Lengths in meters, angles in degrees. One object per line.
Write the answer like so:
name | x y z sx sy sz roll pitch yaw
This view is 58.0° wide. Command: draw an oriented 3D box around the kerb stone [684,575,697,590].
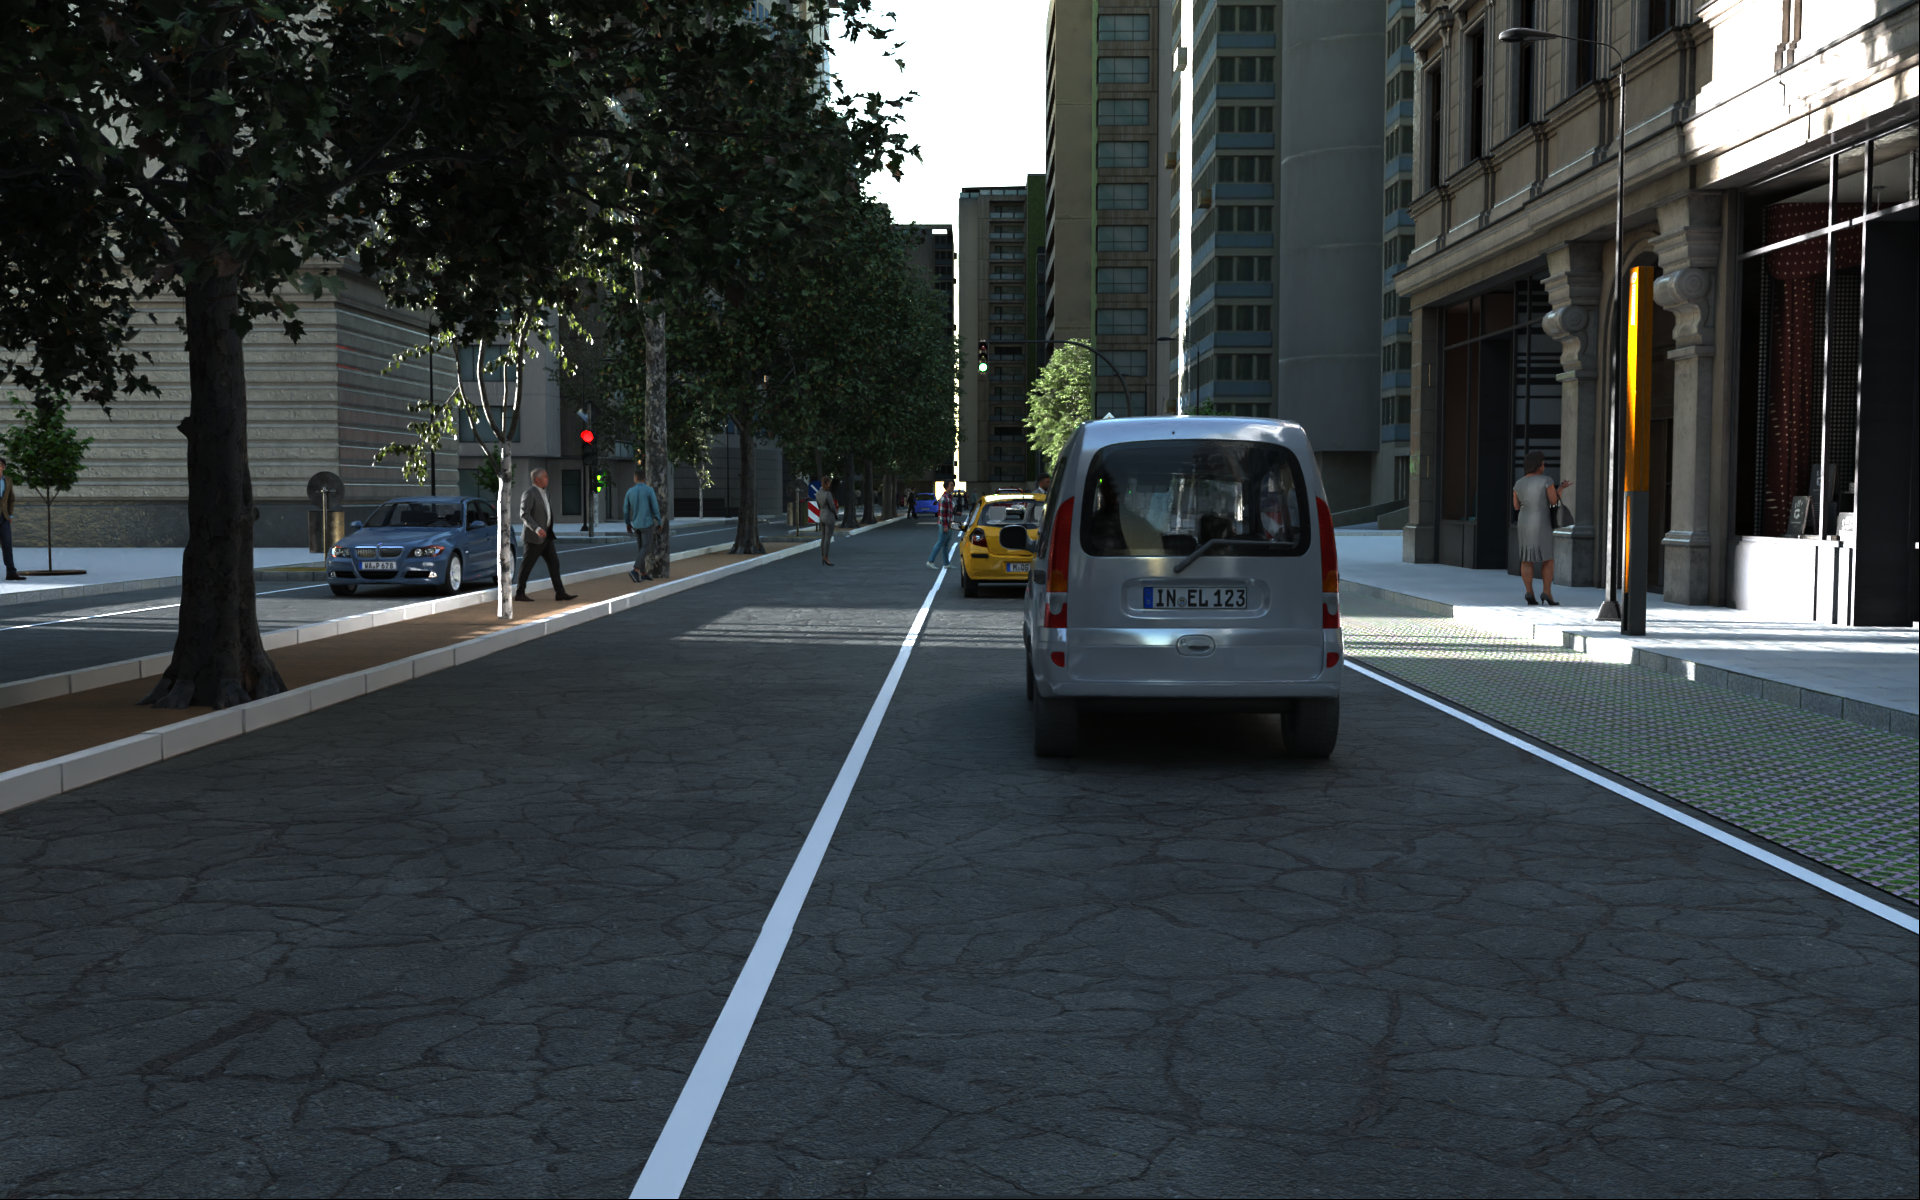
kerb stone | -4.155 -0.245 26.214 0.120 0.150 1.000 0 4 1

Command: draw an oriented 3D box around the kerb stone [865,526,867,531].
kerb stone | -3.725 -2.659 65.669 0.120 0.150 1.000 0 4 1

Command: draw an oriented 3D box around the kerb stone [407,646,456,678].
kerb stone | -4.285 0.509 13.931 0.120 0.150 1.000 0 4 1

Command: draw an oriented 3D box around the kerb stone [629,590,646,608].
kerb stone | -4.197 0.005 22.120 0.120 0.150 1.000 0 4 1

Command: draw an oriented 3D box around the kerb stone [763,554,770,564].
kerb stone | -4.052 -0.810 35.439 0.120 0.150 1.000 0 4 1

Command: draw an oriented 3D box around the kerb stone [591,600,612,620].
kerb stone | -4.226 0.130 20.068 0.120 0.150 1.000 0 4 1

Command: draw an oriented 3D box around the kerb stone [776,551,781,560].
kerb stone | -4.039 -0.935 37.483 0.120 0.150 1.000 0 4 1

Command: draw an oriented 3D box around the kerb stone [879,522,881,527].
kerb stone | -3.634 -3.221 74.924 0.120 0.150 1.000 0 4 1

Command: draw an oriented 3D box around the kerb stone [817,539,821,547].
kerb stone | -3.923 -1.498 46.694 0.120 0.150 1.000 0 4 1

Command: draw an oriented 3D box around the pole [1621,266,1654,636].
pole | 6.126 -1.334 15.662 0.158 3.312 0.155 0 3 0

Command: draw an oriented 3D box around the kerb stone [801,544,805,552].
kerb stone | -3.977 -1.248 42.602 0.120 0.150 1.000 0 4 1

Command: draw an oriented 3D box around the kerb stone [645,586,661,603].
kerb stone | -4.186 -0.054 23.148 0.120 0.150 1.000 0 4 1

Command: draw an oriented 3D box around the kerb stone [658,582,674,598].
kerb stone | -4.181 -0.121 24.170 0.120 0.150 1.000 0 4 1

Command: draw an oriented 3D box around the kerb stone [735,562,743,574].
kerb stone | -4.100 -0.559 31.336 0.120 0.150 1.000 0 4 1

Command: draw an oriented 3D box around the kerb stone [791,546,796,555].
kerb stone | -4.001 -1.123 40.549 0.120 0.150 1.000 0 4 1

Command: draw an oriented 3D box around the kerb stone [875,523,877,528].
kerb stone | -3.657 -3.037 71.843 0.120 0.150 1.000 0 4 1

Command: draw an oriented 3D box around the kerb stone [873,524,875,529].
kerb stone | -3.675 -2.973 70.813 0.120 0.150 1.000 0 4 1

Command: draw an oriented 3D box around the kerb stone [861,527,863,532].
kerb stone | -3.757 -2.533 63.617 0.120 0.150 1.000 0 4 1

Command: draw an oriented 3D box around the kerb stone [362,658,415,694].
kerb stone | -4.300 0.574 12.897 0.120 0.150 1.000 0 4 1

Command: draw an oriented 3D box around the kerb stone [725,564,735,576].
kerb stone | -4.116 -0.496 30.309 0.120 0.150 1.000 0 4 1

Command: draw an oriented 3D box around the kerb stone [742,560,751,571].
kerb stone | -4.088 -0.622 32.362 0.120 0.150 1.000 0 4 1

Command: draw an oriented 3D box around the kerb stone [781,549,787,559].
kerb stone | -4.015 -0.998 38.505 0.120 0.150 1.000 0 4 1

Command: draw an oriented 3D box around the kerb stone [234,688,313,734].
kerb stone | -4.319 0.695 10.836 0.120 0.150 1.000 0 4 1

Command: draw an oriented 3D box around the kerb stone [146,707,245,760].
kerb stone | -4.334 0.758 9.799 0.120 0.150 1.000 0 4 1

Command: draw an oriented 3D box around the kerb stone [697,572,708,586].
kerb stone | -4.144 -0.308 27.238 0.120 0.150 1.000 0 4 1

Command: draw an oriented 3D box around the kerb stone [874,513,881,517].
kerb stone | -5.327 -5.482 111.847 0.120 0.150 1.000 0 4 1

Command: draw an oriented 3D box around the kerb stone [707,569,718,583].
kerb stone | -4.127 -0.371 28.265 0.120 0.150 1.000 0 4 1

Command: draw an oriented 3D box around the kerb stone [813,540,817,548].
kerb stone | -3.945 -1.436 45.672 0.120 0.150 1.000 0 4 1

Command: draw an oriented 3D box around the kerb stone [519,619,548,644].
kerb stone | -4.255 0.321 17.002 0.120 0.150 1.000 0 4 1

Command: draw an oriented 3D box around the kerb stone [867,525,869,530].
kerb stone | -3.711 -2.718 66.701 0.120 0.150 1.000 0 4 1

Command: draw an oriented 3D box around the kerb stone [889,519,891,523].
kerb stone | -3.541 -3.727 83.131 0.120 0.150 1.000 0 4 1

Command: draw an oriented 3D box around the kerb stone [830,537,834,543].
kerb stone | -3.883 -1.809 51.835 0.120 0.150 1.000 0 4 1

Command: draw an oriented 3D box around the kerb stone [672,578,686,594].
kerb stone | -4.168 -0.183 25.192 0.120 0.150 1.000 0 4 1

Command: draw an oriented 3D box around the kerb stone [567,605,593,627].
kerb stone | -4.237 0.194 19.046 0.120 0.150 1.000 0 4 1

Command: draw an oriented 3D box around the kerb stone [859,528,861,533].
kerb stone | -3.768 -2.471 62.595 0.120 0.150 1.000 0 4 1

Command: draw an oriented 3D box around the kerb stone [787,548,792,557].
kerb stone | -4.016 -1.060 39.527 0.120 0.150 1.000 0 4 1

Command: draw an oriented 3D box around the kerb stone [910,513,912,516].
kerb stone | -3.263 -5.294 108.747 0.120 0.150 1.000 0 4 1

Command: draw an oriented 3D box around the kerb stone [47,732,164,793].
kerb stone | -4.343 0.825 8.778 0.120 0.150 1.000 0 4 1

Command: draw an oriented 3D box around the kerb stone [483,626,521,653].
kerb stone | -4.263 0.380 15.980 0.120 0.150 1.000 0 4 1

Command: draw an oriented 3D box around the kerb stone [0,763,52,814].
kerb stone | -4.351 0.883 7.755 0.120 0.150 1.000 0 4 1

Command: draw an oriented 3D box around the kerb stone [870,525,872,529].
kerb stone | -3.691 -2.845 68.760 0.120 0.150 1.000 0 4 1

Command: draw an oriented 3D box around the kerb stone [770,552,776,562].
kerb stone | -4.049 -0.872 36.461 0.120 0.150 1.000 0 4 1

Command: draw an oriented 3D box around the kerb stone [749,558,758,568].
kerb stone | -4.077 -0.685 33.388 0.120 0.150 1.000 0 4 1

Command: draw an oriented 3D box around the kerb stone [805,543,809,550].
kerb stone | -3.968 -1.311 43.629 0.120 0.150 1.000 0 4 1

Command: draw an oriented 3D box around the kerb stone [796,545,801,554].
kerb stone | -3.991 -1.185 41.573 0.120 0.150 1.000 0 4 1

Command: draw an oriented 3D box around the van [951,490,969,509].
van | -0.127 -9.553 163.209 2.013 2.044 4.112 0 4 1

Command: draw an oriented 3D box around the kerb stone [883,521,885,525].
kerb stone | -3.594 -3.413 77.998 0.120 0.150 1.000 0 4 1

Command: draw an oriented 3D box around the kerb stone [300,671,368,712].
kerb stone | -4.313 0.632 11.864 0.120 0.150 1.000 0 4 1

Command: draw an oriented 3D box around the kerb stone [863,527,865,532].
kerb stone | -3.736 -2.596 64.639 0.120 0.150 1.000 0 4 1

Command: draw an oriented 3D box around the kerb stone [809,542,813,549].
kerb stone | -3.952 -1.372 44.651 0.120 0.150 1.000 0 4 1

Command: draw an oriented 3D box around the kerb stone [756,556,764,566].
kerb stone | -4.074 -0.746 34.410 0.120 0.150 1.000 0 4 1

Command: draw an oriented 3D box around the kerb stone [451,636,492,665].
kerb stone | -4.267 0.448 14.955 0.120 0.150 1.000 0 4 1

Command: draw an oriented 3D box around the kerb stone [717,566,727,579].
kerb stone | -4.121 -0.431 29.287 0.120 0.150 1.000 0 4 1

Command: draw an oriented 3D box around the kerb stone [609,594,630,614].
kerb stone | -4.207 0.067 21.095 0.120 0.150 1.000 0 4 1

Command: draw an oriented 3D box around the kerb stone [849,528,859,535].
kerb stone | -3.768 -2.408 61.573 0.120 0.150 1.000 0 4 1

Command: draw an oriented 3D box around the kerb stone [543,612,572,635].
kerb stone | -4.244 0.258 18.024 0.120 0.150 1.000 0 4 1

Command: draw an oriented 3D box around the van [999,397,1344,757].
van | 1.249 -0.232 10.804 2.013 2.044 4.112 0 4 1
